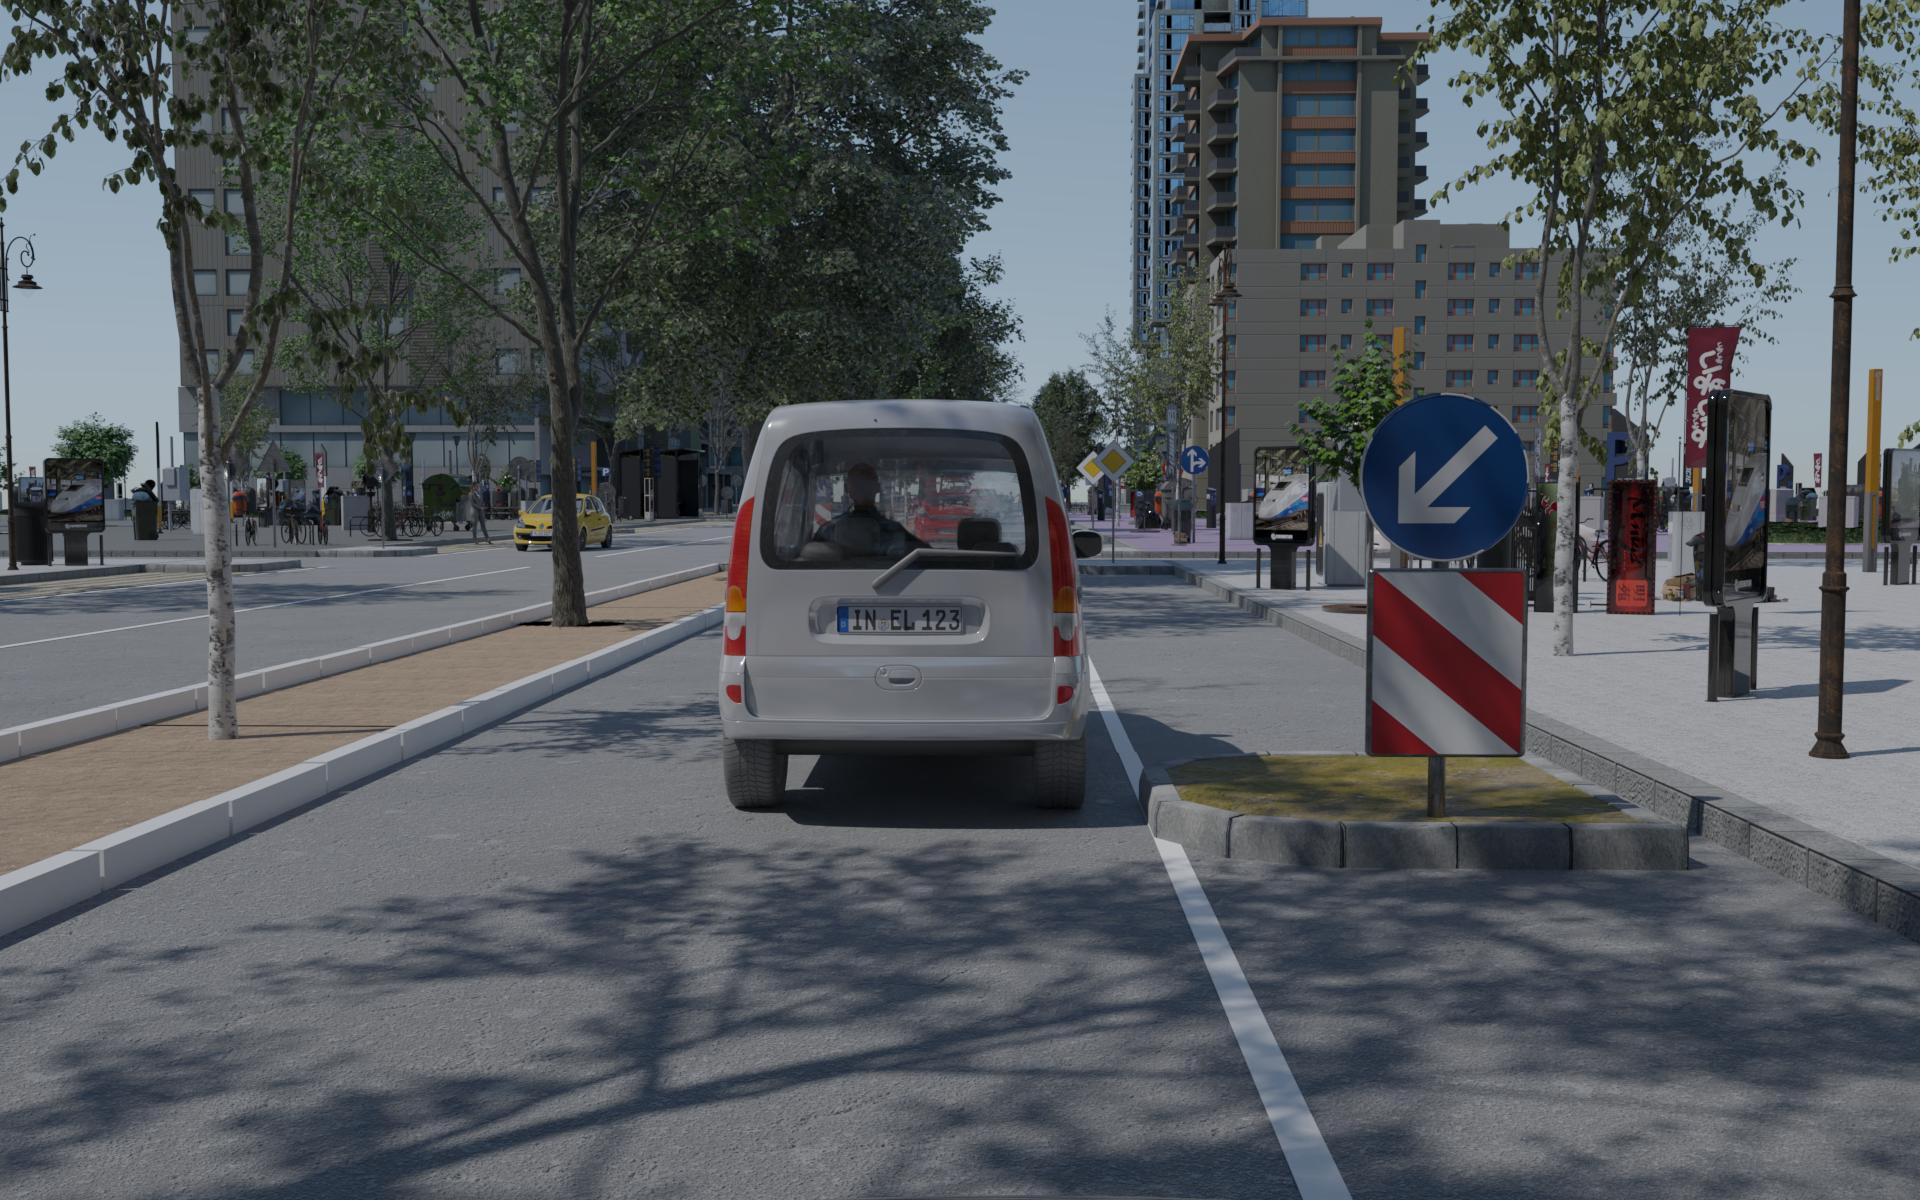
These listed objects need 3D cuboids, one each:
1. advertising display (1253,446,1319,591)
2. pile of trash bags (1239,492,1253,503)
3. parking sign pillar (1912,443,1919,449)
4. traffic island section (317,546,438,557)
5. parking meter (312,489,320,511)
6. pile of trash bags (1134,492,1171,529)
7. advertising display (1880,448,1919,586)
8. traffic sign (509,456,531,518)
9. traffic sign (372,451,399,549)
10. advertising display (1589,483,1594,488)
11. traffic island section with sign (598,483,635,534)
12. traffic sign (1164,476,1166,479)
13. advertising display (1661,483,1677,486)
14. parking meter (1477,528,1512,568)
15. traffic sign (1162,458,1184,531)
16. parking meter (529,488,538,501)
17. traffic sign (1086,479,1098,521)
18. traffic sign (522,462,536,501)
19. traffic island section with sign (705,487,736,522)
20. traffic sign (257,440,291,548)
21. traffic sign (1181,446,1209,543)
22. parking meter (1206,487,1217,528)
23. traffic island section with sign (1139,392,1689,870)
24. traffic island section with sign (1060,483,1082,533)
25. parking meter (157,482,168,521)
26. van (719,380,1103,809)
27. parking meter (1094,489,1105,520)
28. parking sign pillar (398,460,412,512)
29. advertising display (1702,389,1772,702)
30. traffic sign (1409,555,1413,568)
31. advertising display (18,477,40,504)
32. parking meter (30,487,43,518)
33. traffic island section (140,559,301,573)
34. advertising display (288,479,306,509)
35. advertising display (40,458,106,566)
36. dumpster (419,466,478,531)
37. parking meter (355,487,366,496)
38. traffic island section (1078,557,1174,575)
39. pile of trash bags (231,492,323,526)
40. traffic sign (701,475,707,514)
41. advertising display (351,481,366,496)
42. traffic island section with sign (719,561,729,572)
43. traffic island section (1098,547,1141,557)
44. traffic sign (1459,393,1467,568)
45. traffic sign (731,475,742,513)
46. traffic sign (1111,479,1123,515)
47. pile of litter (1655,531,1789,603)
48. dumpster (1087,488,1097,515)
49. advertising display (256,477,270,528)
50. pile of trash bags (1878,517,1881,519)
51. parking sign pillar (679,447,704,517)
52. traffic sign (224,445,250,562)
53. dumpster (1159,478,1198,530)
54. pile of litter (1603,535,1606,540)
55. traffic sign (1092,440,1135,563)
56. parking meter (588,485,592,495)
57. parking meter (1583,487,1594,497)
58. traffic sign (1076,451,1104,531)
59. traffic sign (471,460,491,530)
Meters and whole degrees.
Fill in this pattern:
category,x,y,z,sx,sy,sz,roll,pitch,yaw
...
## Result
category,x,y,z,sx,sy,sz,roll,pitch,yaw
advertising display,4.346,-1.103,23.245,0.123,1.923,0.974,-3,5,-40
pile of trash bags,10.734,-3.149,61.243,1.912,1.369,3.447,0,4,-4
parking sign pillar,40.274,-5.142,72.548,1.447,3.967,1.447,-1,4,-8
traffic island section,-13.575,-1.128,40.728,2.009,0.180,2.903,0,4,2
parking meter,-32.389,-4.815,87.134,0.372,1.533,0.369,0,3,0
pile of trash bags,7.559,-3.414,65.574,1.912,1.369,3.447,0,4,5
advertising display,13.333,-1.181,24.517,0.974,1.923,0.123,-3,4,-37
traffic sign,-14.895,-3.576,58.572,0.768,2.556,0.104,0,4,8
traffic sign,-13.552,-2.264,40.666,0.795,2.450,0.064,0,4,2
advertising display,37.211,-5.926,102.100,0.123,1.923,0.974,1,4,12
traffic island section with sign,-12.918,-3.325,62.999,1.989,1.847,2.006,0,4,2
traffic sign,9.061,-4.520,74.012,0.768,2.556,0.104,0,4,3
advertising display,42.362,-6.011,103.497,0.123,1.923,0.974,-3,4,-36
parking meter,6.054,-0.686,19.627,0.372,1.533,0.369,0,3,0
traffic sign,7.348,-3.651,59.799,0.768,2.556,0.104,1,4,9
parking meter,-17.077,-3.728,69.364,0.372,1.533,0.369,0,3,0
traffic sign,6.320,-4.951,83.085,0.606,2.300,0.079,1,4,9
traffic sign,-16.967,-4.142,67.828,0.768,2.556,0.104,1,4,10
traffic island section with sign,-12.119,-4.973,89.942,1.989,1.847,2.006,0,4,2
traffic sign,-16.429,-2.536,41.466,0.884,2.594,0.081,1,4,11
traffic sign,6.178,-2.789,45.709,0.768,2.556,0.104,0,4,2
parking meter,9.436,-3.461,65.001,0.372,1.533,0.369,0,3,0
traffic island section with sign,1.814,0.065,7.563,1.989,1.847,2.006,0,4,2
traffic island section with sign,3.437,-3.298,62.553,1.989,1.847,2.006,0,4,2
parking meter,-37.781,-4.670,82.070,0.255,1.863,0.399,3,4,36
van,-0.209,-0.138,9.269,2.013,2.044,4.112,0,4,1
parking meter,6.864,-4.636,84.205,0.372,1.533,0.369,0,3,0
parking sign pillar,-36.382,-7.671,113.890,1.447,3.967,1.447,-2,4,-30
advertising display,4.926,-0.353,10.981,0.123,1.923,0.974,3,5,40
traffic sign,6.638,-1.426,25.440,0.606,2.300,0.079,0,4,8
advertising display,-34.821,-3.658,65.029,0.123,1.923,0.974,3,4,36
parking meter,-31.995,-3.157,60.021,0.372,1.533,0.369,0,3,0
traffic island section,-13.813,-0.640,32.747,2.009,0.180,2.903,0,4,2
advertising display,-29.460,-4.391,76.999,0.123,1.923,0.974,1,4,19
advertising display,-15.825,-1.575,30.964,0.974,1.923,0.123,-3,5,-40
dumpster,-17.758,-3.525,60.127,1.502,2.255,1.985,0,4,2
parking meter,-22.661,-3.492,65.502,0.372,1.533,0.369,0,3,0
traffic island section,2.871,-0.610,32.248,2.009,0.180,2.903,0,4,2
pile of trash bags,-27.896,-3.718,70.536,3.447,1.369,1.912,-3,5,-45
traffic sign,-17.050,-6.966,114.006,0.768,2.556,0.104,0,4,6
advertising display,-29.992,-4.967,86.417,0.974,1.923,0.123,2,4,34
traffic island section with sign,-3.426,-1.501,32.673,2.006,1.907,1.989,0,4,2
traffic island section,3.109,-1.098,40.230,2.009,0.180,2.903,0,4,2
traffic sign,6.470,-1.364,22.306,0.884,2.594,0.081,0,4,6
traffic sign,-14.954,-7.080,115.860,0.768,2.556,0.104,0,4,4
traffic sign,8.079,-5.359,87.624,0.884,2.594,0.081,1,4,10
pile of litter,9.035,-0.426,20.930,1.719,0.858,1.176,3,4,38
dumpster,8.305,-6.038,104.482,1.264,1.857,1.865,0,4,2
advertising display,-26.666,-3.735,66.282,0.123,1.923,0.974,-3,5,-44
pile of trash bags,54.844,-5.527,100.125,3.447,1.369,1.912,-1,4,-9
parking sign pillar,-15.125,-6.649,97.190,1.447,3.967,1.447,0,4,-6
traffic sign,-13.789,-1.776,32.685,0.795,2.450,0.064,0,4,2
dumpster,7.862,-3.454,62.233,1.264,1.857,1.865,0,4,2
pile of litter,17.315,-2.080,47.974,1.719,0.858,1.176,-1,4,-15
traffic sign,2.848,-1.745,32.171,0.795,2.450,0.064,0,4,2
parking meter,-23.487,-6.412,110.544,0.255,1.863,0.399,3,4,38
parking meter,23.721,-3.483,65.351,0.372,1.533,0.369,0,3,0
traffic sign,3.085,-2.233,40.153,0.795,2.450,0.064,0,4,2
traffic sign,-17.135,-3.783,61.952,0.768,2.556,0.104,0,4,8
